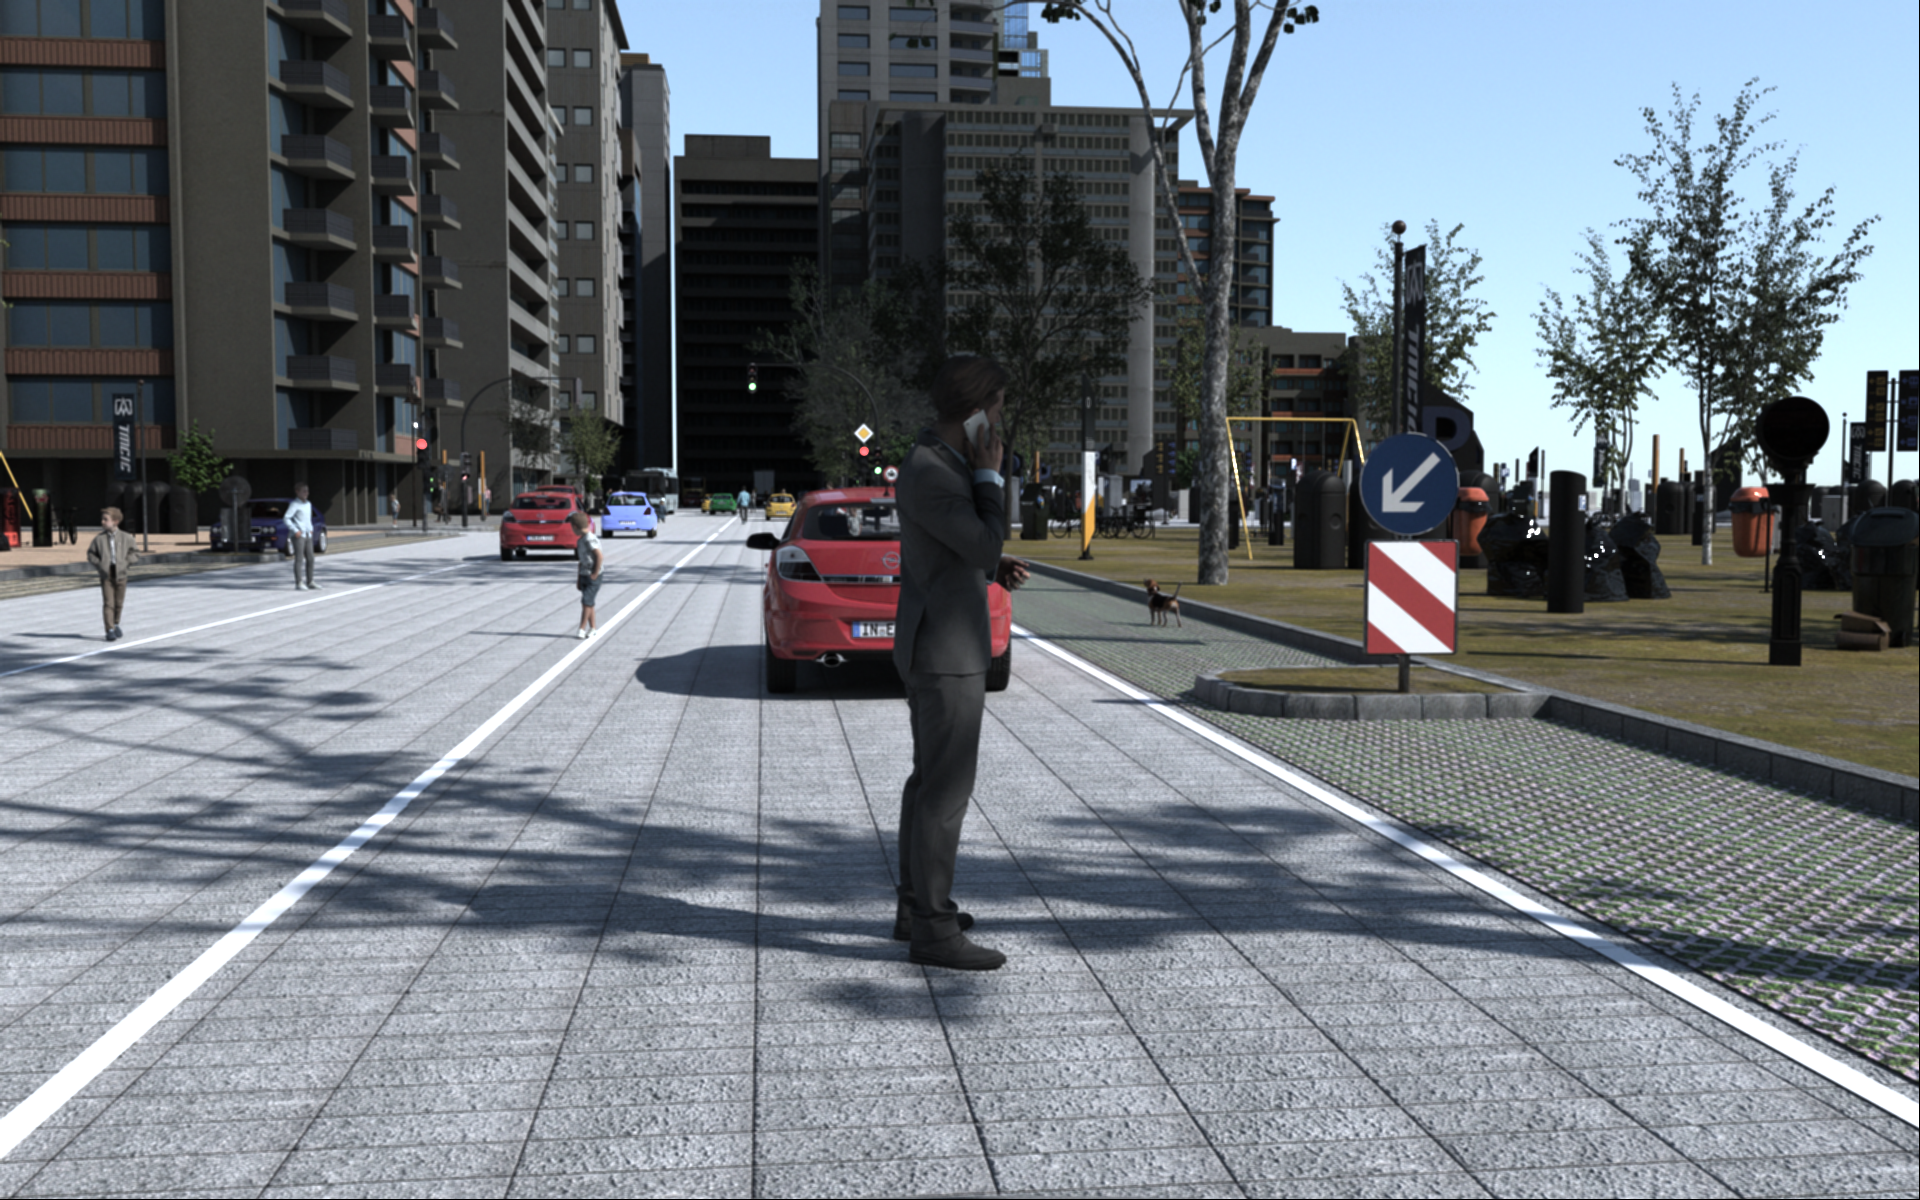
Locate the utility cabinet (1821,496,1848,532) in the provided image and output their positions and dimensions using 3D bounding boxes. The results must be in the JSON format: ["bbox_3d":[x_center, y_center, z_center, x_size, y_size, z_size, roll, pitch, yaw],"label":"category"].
[{"bbox_3d":[29.859,-2.936,59.158,0.306,1.237,1.020,0,4,-8],"label":"utility cabinet"}]

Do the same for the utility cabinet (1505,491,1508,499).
[{"bbox_3d":[43.495,-7.832,136.730,1.173,1.500,0.318,1,4,12],"label":"utility cabinet"}]

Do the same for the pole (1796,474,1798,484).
[{"bbox_3d":[48.510,-6.531,100.618,0.158,3.312,0.155,0,3,0],"label":"pole"}]

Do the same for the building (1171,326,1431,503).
[{"bbox_3d":[38.193,-22.375,210.872,28.899,21.520,27.650,0,4,-6],"label":"building"}]

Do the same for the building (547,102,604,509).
[{"bbox_3d":[-48.478,-28.131,151.817,32.217,40.220,23.993,0,4,-6],"label":"building"}]

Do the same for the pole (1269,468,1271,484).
[{"bbox_3d":[24.600,-8.805,137.802,0.158,3.312,0.155,0,3,0],"label":"pole"}]

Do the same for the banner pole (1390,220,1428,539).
[{"bbox_3d":[4.045,-1.572,15.721,0.401,3.779,0.863,0,4,-7],"label":"banner pole"}]

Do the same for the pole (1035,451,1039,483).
[{"bbox_3d":[3.663,-5.431,82.642,0.158,3.312,0.155,0,3,0],"label":"pole"}]

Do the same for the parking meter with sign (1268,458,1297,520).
[{"bbox_3d":[15.642,-5.446,85.298,1.738,3.016,0.543,3,4,38],"label":"parking meter with sign"}]

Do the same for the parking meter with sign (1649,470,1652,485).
[{"bbox_3d":[50.339,-7.954,126.310,0.543,3.016,1.738,1,4,12],"label":"parking meter with sign"}]

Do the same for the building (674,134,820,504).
[{"bbox_3d":[-27.840,-37.520,237.153,21.600,48.544,21.300,0,4,-6],"label":"building"}]

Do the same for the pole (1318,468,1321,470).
[{"bbox_3d":[27.644,-8.528,133.273,0.158,3.312,0.155,0,3,0],"label":"pole"}]

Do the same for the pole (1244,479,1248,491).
[{"bbox_3d":[20.094,-7.821,121.713,0.158,3.312,0.155,0,3,0],"label":"pole"}]

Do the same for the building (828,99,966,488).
[{"bbox_3d":[-6.884,-30.580,183.572,14.154,41.232,14.086,0,4,-6],"label":"building"}]

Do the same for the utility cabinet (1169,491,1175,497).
[{"bbox_3d":[17.919,-8.375,145.614,1.173,1.500,0.318,1,4,19],"label":"utility cabinet"}]

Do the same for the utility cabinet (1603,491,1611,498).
[{"bbox_3d":[40.848,-6.153,109.278,0.318,1.500,1.173,2,4,34],"label":"utility cabinet"}]

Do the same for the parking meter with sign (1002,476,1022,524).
[{"bbox_3d":[2.200,-4.786,74.505,1.738,3.016,0.543,-2,4,-30],"label":"parking meter with sign"}]

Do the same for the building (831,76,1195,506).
[{"bbox_3d":[3.914,-28.970,165.542,32.217,40.220,23.993,0,4,-6],"label":"building"}]

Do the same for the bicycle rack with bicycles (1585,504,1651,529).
[{"bbox_3d":[23.974,-3.059,63.398,2.925,0.926,2.852,1,4,19],"label":"bicycle rack with bicycles"}]

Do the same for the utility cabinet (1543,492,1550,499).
[{"bbox_3d":[51.007,-8.716,151.192,1.173,1.500,0.318,-1,4,-11],"label":"utility cabinet"}]

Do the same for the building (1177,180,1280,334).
[{"bbox_3d":[28.762,-36.042,243.905,28.867,44.769,22.147,0,4,-6],"label":"building"}]

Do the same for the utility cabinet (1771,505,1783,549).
[{"bbox_3d":[18.937,-1.795,40.512,1.020,1.237,0.306,0,4,3],"label":"utility cabinet"}]

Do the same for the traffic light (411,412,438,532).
[{"bbox_3d":[-18.302,-4.298,59.198,0.839,4.253,0.868,0,4,-6],"label":"traffic light"}]

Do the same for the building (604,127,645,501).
[{"bbox_3d":[-45.605,-34.072,207.181,14.200,45.320,14.600,0,4,-6],"label":"building"}]

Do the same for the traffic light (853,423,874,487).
[{"bbox_3d":[-3.840,-4.891,68.884,0.839,4.253,0.868,0,4,-6],"label":"traffic light"}]

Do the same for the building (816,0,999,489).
[{"bbox_3d":[-6.191,-40.512,204.367,21.231,58.520,28.212,0,4,-6],"label":"building"}]

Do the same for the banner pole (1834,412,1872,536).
[{"bbox_3d":[27.330,-3.859,53.107,0.863,3.779,0.401,1,4,19],"label":"banner pole"}]

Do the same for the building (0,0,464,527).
[{"bbox_3d":[-35.598,-25.971,79.245,22.147,44.769,28.867,0,4,-6],"label":"building"}]

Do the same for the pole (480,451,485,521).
[{"bbox_3d":[-22.630,-5.398,82.103,0.158,3.312,0.155,0,3,0],"label":"pole"}]

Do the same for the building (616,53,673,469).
[{"bbox_3d":[-53.363,-42.324,233.997,28.212,58.520,21.231,0,4,-6],"label":"building"}]

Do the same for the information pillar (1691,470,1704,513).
[{"bbox_3d":[23.066,-3.025,53.943,0.304,2.012,0.304,-3,5,-43],"label":"information pillar"}]

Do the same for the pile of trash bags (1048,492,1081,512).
[{"bbox_3d":[5.356,-5.327,96.844,3.447,1.369,1.912,1,4,17],"label":"pile of trash bags"}]

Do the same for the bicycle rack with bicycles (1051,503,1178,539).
[{"bbox_3d":[4.471,-2.275,50.576,2.925,0.926,2.852,3,5,44],"label":"bicycle rack with bicycles"}]

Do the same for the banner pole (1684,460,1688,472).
[{"bbox_3d":[47.452,-7.556,113.565,0.401,3.779,0.863,0,4,-6],"label":"banner pole"}]

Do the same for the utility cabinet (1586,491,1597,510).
[{"bbox_3d":[49.253,-7.734,135.131,1.173,1.500,0.318,-3,5,-41],"label":"utility cabinet"}]

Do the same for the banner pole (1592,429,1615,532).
[{"bbox_3d":[21.855,-4.194,58.582,0.863,3.779,0.401,0,4,-5],"label":"banner pole"}]

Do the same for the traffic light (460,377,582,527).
[{"bbox_3d":[-17.133,-5.672,67.402,4.771,5.953,1.251,0,4,-6],"label":"traffic light"}]

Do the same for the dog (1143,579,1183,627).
[{"bbox_3d":[2.186,0.037,18.689,0.540,0.507,0.406,2,4,24],"label":"dog"}]

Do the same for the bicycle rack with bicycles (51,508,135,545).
[{"bbox_3d":[-22.676,-1.931,44.958,2.852,0.926,2.925,-1,4,-19],"label":"bicycle rack with bicycles"}]

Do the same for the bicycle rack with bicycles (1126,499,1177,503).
[{"bbox_3d":[10.564,-4.938,94.113,2.852,0.926,2.925,-1,4,-13],"label":"bicycle rack with bicycles"}]

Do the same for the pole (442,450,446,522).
[{"bbox_3d":[-23.937,-5.296,80.426,0.158,3.312,0.155,0,3,0],"label":"pole"}]

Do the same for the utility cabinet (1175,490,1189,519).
[{"bbox_3d":[11.702,-4.873,88.345,1.173,1.500,0.318,-1,4,-11],"label":"utility cabinet"}]

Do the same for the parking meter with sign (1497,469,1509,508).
[{"bbox_3d":[37.145,-7.506,118.991,0.543,3.016,1.738,0,4,-1],"label":"parking meter with sign"}]

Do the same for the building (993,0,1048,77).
[{"bbox_3d":[-1.714,-56.656,239.001,31.000,86.520,22.319,0,4,-6],"label":"building"}]

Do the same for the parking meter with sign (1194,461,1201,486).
[{"bbox_3d":[12.391,-5.720,89.784,0.543,3.016,1.738,2,4,27],"label":"parking meter with sign"}]

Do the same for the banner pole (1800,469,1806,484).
[{"bbox_3d":[28.645,-4.251,59.517,0.863,3.779,0.401,1,4,21],"label":"banner pole"}]

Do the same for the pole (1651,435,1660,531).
[{"bbox_3d":[23.858,-4.012,59.440,0.158,3.312,0.155,0,3,0],"label":"pole"}]

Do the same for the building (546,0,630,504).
[{"bbox_3d":[-48.991,-35.963,177.236,28.713,52.752,27.495,0,4,-6],"label":"building"}]

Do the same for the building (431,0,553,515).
[{"bbox_3d":[-38.962,-29.909,112.709,21.300,48.544,21.600,0,4,-6],"label":"building"}]

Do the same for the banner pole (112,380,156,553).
[{"bbox_3d":[-18.132,-2.932,37.960,0.863,3.779,0.401,0,4,-2],"label":"banner pole"}]

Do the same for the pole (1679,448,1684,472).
[{"bbox_3d":[31.984,-5.074,76.803,0.158,3.312,0.155,0,3,0],"label":"pole"}]

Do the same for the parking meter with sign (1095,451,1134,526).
[{"bbox_3d":[6.204,-4.505,69.922,1.738,3.016,0.543,-2,4,-31],"label":"parking meter with sign"}]

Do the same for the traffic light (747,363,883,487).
[{"bbox_3d":[-5.009,-5.254,60.574,4.771,5.953,1.251,0,4,-6],"label":"traffic light"}]
